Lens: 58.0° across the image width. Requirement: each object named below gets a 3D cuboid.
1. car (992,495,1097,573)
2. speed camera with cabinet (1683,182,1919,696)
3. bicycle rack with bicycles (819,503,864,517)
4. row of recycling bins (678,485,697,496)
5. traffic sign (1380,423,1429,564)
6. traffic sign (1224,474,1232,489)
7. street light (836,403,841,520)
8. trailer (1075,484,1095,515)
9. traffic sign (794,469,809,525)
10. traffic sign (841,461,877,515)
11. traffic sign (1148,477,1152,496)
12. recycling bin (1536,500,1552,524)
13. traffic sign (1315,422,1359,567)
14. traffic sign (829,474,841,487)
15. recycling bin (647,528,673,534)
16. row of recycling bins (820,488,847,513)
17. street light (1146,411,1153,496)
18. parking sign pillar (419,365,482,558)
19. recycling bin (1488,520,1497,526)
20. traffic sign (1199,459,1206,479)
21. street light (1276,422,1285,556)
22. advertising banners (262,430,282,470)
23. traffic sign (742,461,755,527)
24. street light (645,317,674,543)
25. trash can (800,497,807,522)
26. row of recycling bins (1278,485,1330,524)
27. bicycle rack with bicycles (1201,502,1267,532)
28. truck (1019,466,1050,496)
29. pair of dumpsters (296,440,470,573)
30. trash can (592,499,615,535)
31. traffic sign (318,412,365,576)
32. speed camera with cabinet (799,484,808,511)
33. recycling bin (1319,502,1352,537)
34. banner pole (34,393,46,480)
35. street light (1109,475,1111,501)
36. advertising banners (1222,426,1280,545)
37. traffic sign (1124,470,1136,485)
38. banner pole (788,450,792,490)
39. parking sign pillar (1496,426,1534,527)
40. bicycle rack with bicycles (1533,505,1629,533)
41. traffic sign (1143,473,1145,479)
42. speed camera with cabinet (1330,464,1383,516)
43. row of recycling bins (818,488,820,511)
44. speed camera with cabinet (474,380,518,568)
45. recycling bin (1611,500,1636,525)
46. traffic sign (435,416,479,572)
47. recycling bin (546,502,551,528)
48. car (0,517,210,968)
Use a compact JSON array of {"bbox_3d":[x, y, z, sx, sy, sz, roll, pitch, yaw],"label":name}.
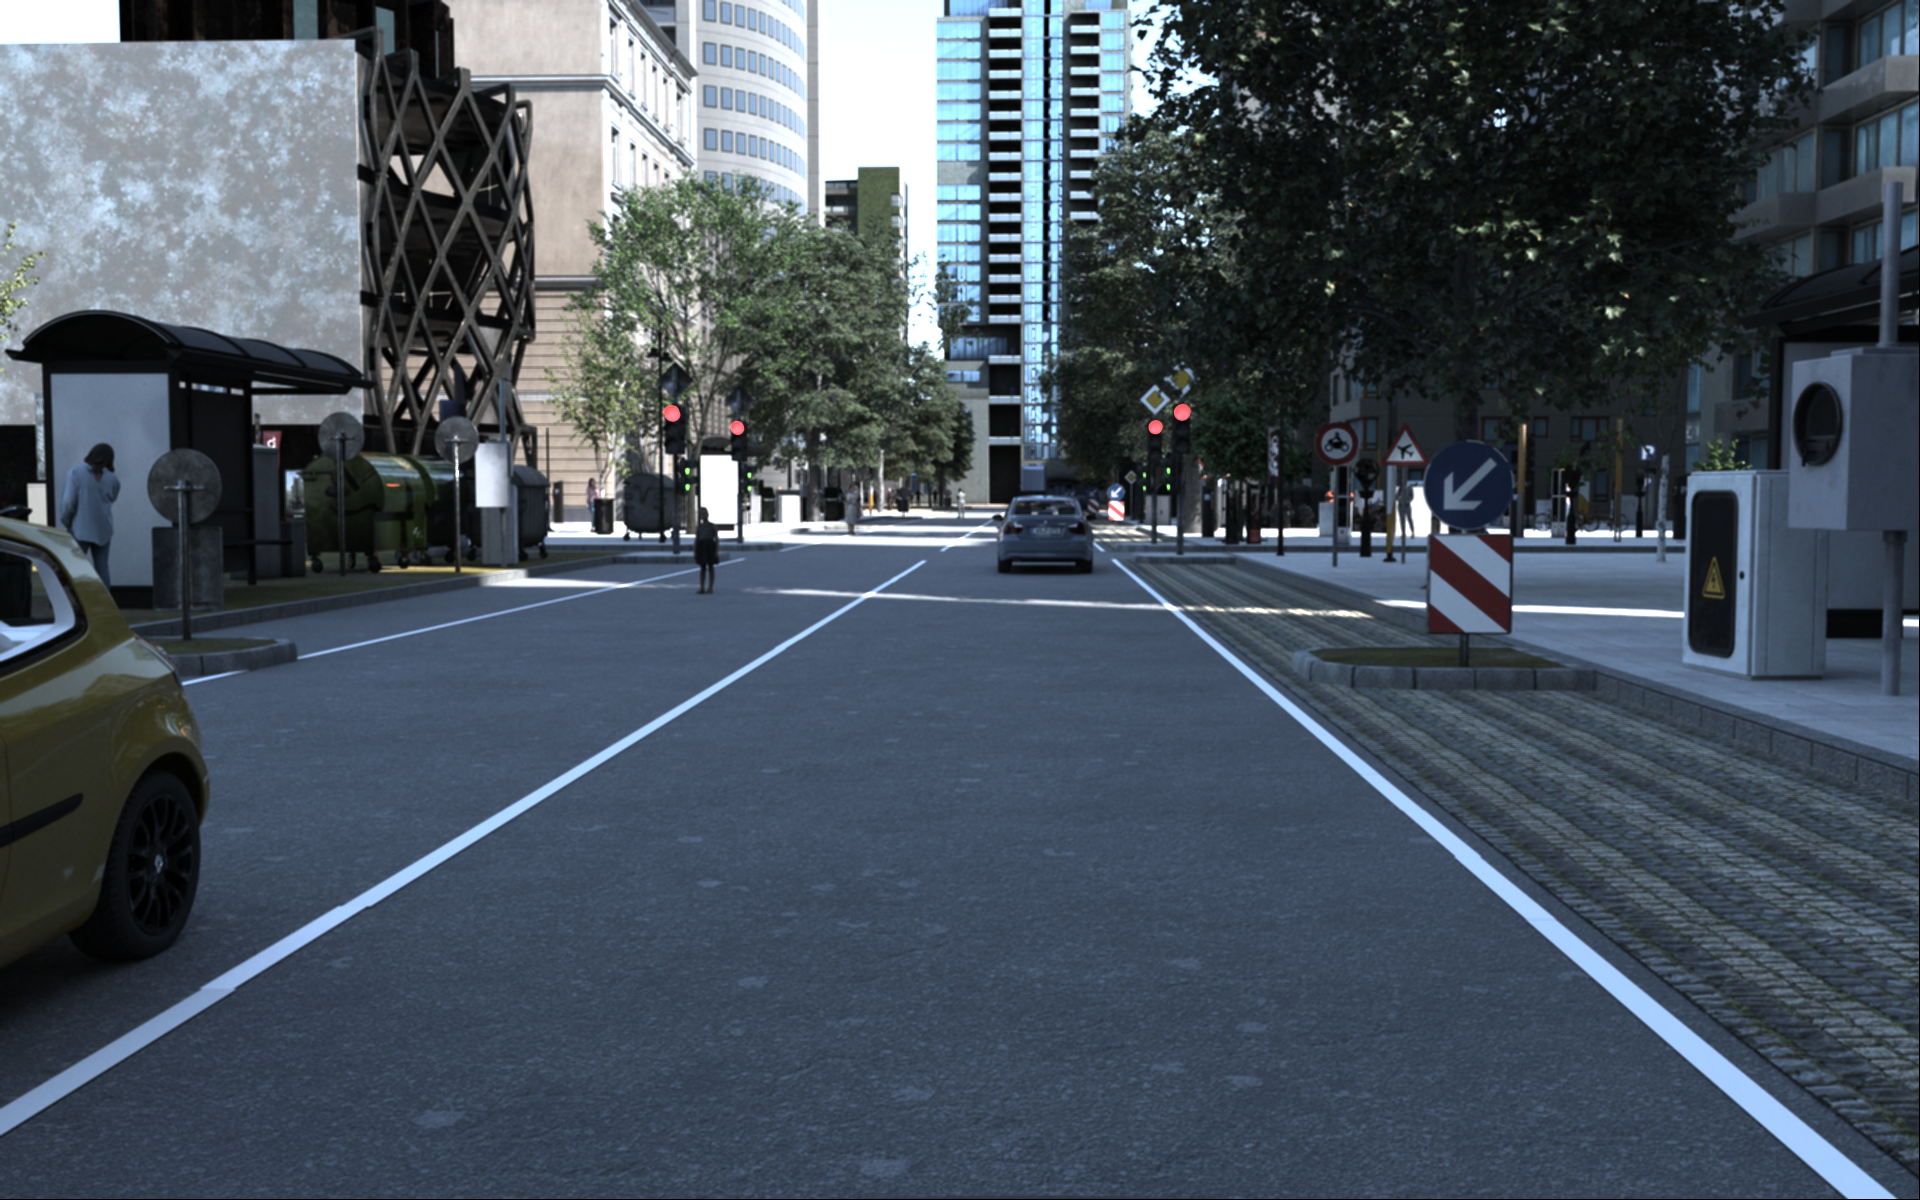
[{"bbox_3d":[1.599,-1.270,32.761,2.014,1.417,4.499,0,4,2],"label":"car"},{"bbox_3d":[5.694,-1.066,11.770,0.660,3.252,2.038,0,4,-4],"label":"speed camera with cabinet"},{"bbox_3d":[-6.915,-5.163,97.797,2.925,0.926,2.852,0,3,0],"label":"bicycle rack with bicycles"},{"bbox_3d":[-12.479,-4.447,79.825,3.534,1.692,1.069,-1,4,-12],"label":"row of recycling bins"},{"bbox_3d":[8.189,-1.953,31.930,0.884,2.594,0.081,1,4,9],"label":"traffic sign"},{"bbox_3d":[9.580,-3.738,61.216,0.768,2.556,0.104,1,4,9],"label":"traffic sign"},{"bbox_3d":[-5.963,-6.878,85.246,0.468,5.910,1.993,0,4,2],"label":"street light"},{"bbox_3d":[7.344,-5.881,103.200,1.471,1.999,3.904,0,4,4],"label":"trailer"},{"bbox_3d":[-6.567,-4.257,71.724,0.606,2.300,0.079,1,4,9],"label":"traffic sign"},{"bbox_3d":[-6.319,-6.980,108.000,2.265,3.308,0.079,0,4,5],"label":"traffic sign"},{"bbox_3d":[12.935,-7.240,118.482,0.768,2.556,0.104,0,4,4],"label":"traffic sign"},{"bbox_3d":[25.320,-3.799,74.666,0.722,1.027,0.722,0,4,-6],"label":"recycling bin"},{"bbox_3d":[6.642,-1.865,30.602,0.768,2.556,0.104,0,4,6],"label":"traffic sign"},{"bbox_3d":[-7.855,-6.636,108.610,0.768,2.556,0.104,0,4,3],"label":"traffic sign"},{"bbox_3d":[-9.664,-2.665,56.124,0.722,1.027,0.722,3,5,44],"label":"recycling bin"},{"bbox_3d":[-8.017,-6.524,113.784,1.069,1.692,3.534,1,4,11],"label":"row of recycling bins"},{"bbox_3d":[8.549,-6.424,77.820,0.468,5.910,1.993,0,4,2],"label":"street light"},{"bbox_3d":[-10.364,-2.877,35.507,1.447,3.967,1.447,-1,4,-20],"label":"parking sign pillar"},{"bbox_3d":[21.412,-3.513,69.991,0.722,1.027,0.722,-2,4,-33],"label":"recycling bin"},{"bbox_3d":[8.487,-3.775,61.724,0.884,2.594,0.081,0,4,6],"label":"traffic sign"},{"bbox_3d":[6.683,-3.863,35.944,0.468,5.910,1.993,0,4,2],"label":"street light"},{"bbox_3d":[-19.651,-3.144,47.591,2.074,3.025,0.090,0,4,-1],"label":"advertising banners"},{"bbox_3d":[-8.353,-4.117,67.419,0.768,2.556,0.104,0,4,5],"label":"traffic sign"},{"bbox_3d":[-7.833,-4.438,45.356,0.468,5.910,1.993,0,4,2],"label":"street light"},{"bbox_3d":[-7.450,-4.222,80.686,0.748,1.137,0.748,0,3,0],"label":"trash can"},{"bbox_3d":[15.335,-4.172,75.327,1.069,1.692,3.534,-3,5,-44],"label":"row of recycling bins"},{"bbox_3d":[9.123,-2.749,58.323,2.852,0.926,2.925,1,4,20],"label":"bicycle rack with bicycles"},{"bbox_3d":[6.485,-10.252,157.385,2.967,4.110,18.799,0,4,4],"label":"truck"},{"bbox_3d":[-9.953,-1.687,30.075,1.574,2.255,4.437,0,4,2],"label":"pair of dumpsters"},{"bbox_3d":[-11.211,-2.623,54.533,0.748,1.137,0.748,0,3,0],"label":"trash can"},{"bbox_3d":[-9.625,-1.641,26.932,0.768,2.556,0.104,1,4,8],"label":"traffic sign"},{"bbox_3d":[-7.795,-5.757,88.463,0.660,3.252,2.038,0,4,2],"label":"speed camera with cabinet"},{"bbox_3d":[11.295,-2.419,52.110,0.722,1.027,0.722,-2,4,-32],"label":"recycling bin"},{"bbox_3d":[-19.890,-2.914,37.659,0.863,3.779,0.401,3,4,39],"label":"banner pole"},{"bbox_3d":[10.316,-8.940,118.963,0.468,5.910,1.993,0,4,2],"label":"street light"},{"bbox_3d":[7.490,-2.938,44.218,2.074,3.025,0.090,-2,4,-35],"label":"advertising banners"},{"bbox_3d":[9.429,-5.832,95.085,0.795,2.593,0.064,0,4,4],"label":"traffic sign"},{"bbox_3d":[-8.411,-5.842,85.536,0.401,3.779,0.863,0,4,7],"label":"banner pole"},{"bbox_3d":[21.810,-4.859,67.913,1.447,3.967,1.447,0,4,2],"label":"parking sign pillar"},{"bbox_3d":[20.445,-2.728,57.986,2.852,0.926,2.925,-3,4,-38],"label":"bicycle rack with bicycles"},{"bbox_3d":[11.032,-6.429,105.215,0.768,2.556,0.104,1,4,10],"label":"traffic sign"},{"bbox_3d":[15.385,-4.452,67.128,2.038,3.252,0.660,-1,4,-18],"label":"speed camera with cabinet"},{"bbox_3d":[-9.605,-6.815,118.535,1.069,1.692,3.534,1,4,19],"label":"row of recycling bins"},{"bbox_3d":[-8.216,-2.222,30.670,0.660,3.252,2.038,-1,4,-10],"label":"speed camera with cabinet"},{"bbox_3d":[27.797,-3.670,72.562,0.722,1.027,0.722,-1,4,-20],"label":"recycling bin"},{"bbox_3d":[-8.230,-1.725,28.313,0.768,2.556,0.104,1,4,10],"label":"traffic sign"},{"bbox_3d":[-14.849,-2.969,61.098,0.722,1.027,0.722,-1,4,-19],"label":"recycling bin"},{"bbox_3d":[-3.331,0.381,3.996,2.015,1.641,3.980,0,4,1],"label":"car"}]
